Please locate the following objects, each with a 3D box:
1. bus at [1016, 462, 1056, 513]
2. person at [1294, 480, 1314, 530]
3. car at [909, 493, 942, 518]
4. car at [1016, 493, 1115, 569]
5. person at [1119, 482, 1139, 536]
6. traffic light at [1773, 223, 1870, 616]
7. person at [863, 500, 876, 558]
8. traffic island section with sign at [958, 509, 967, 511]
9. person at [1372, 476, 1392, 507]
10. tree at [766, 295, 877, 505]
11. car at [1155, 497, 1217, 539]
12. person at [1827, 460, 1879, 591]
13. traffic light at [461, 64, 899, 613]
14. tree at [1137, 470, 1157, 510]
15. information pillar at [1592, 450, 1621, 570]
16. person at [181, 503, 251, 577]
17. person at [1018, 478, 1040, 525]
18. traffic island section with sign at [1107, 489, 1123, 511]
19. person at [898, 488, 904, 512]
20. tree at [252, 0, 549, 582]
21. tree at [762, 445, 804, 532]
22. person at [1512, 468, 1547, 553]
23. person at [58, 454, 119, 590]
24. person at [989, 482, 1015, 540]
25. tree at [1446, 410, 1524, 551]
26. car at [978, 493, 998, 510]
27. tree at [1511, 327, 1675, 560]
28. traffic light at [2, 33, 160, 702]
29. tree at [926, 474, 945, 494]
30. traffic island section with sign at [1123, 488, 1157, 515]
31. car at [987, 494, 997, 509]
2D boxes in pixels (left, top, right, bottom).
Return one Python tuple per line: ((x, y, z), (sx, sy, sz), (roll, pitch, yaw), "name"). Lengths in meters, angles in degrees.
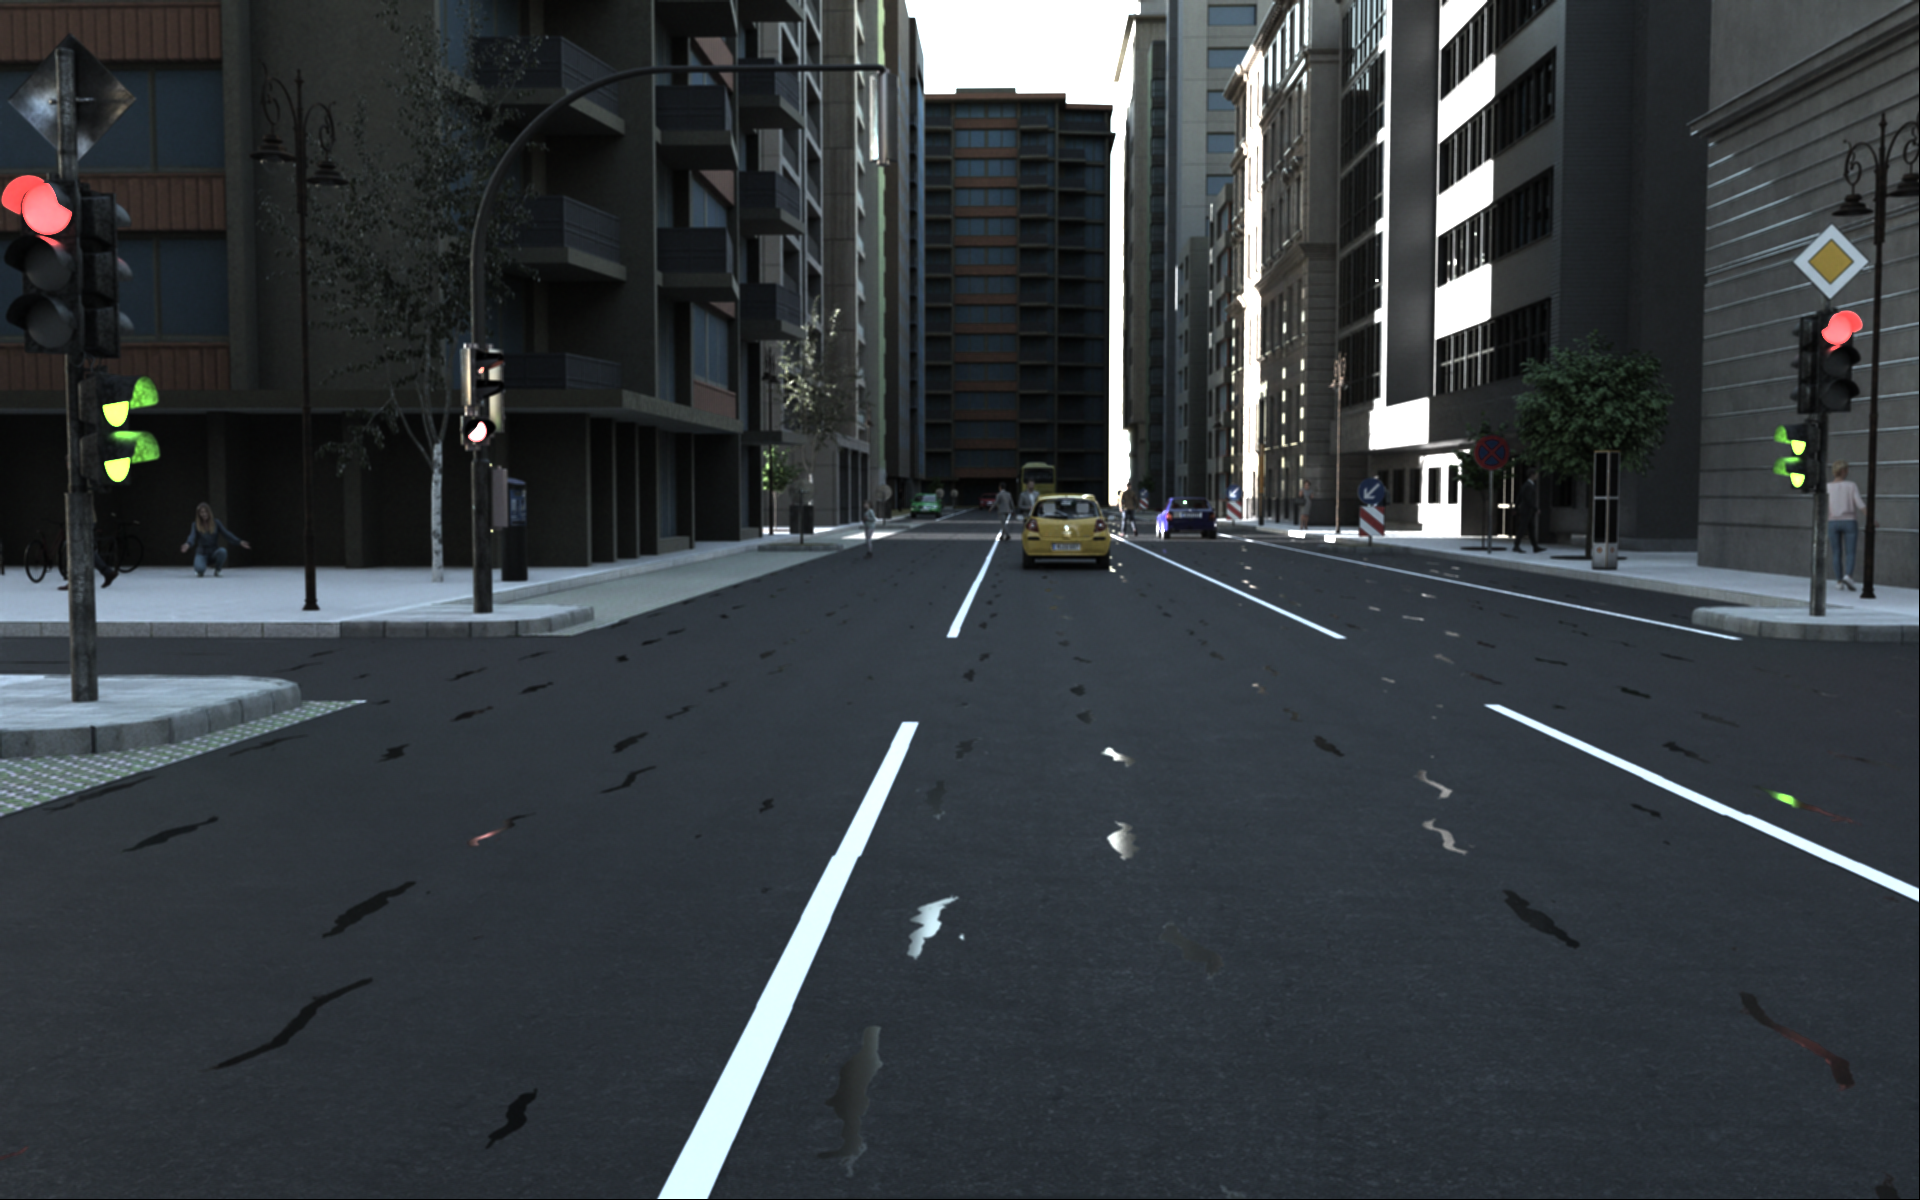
((5.892, -8.694, 133.685), (2.896, 3.916, 12.252), (0, 4, 1), "bus")
((12.420, -3.429, 62.462), (0.716, 1.782, 0.532), (-1, 4, -8), "person")
((-2.056, -5.875, 104.856), (1.959, 1.807, 4.718), (0, 4, 1), "car")
((2.114, -1.490, 34.593), (2.015, 1.641, 3.980), (0, 4, 3), "car")
((5.796, -3.104, 59.164), (0.656, 1.842, 0.836), (-2, 4, -34), "person")
((9.017, -1.787, 18.135), (0.839, 4.253, 0.868), (0, 4, 2), "traffic light")
((-2.066, -1.603, 38.992), (0.425, 1.301, 0.394), (3, 5, 39), "person")
((-0.400, -8.527, 148.044), (1.989, 1.847, 2.006), (0, 4, 2), "traffic island section with sign")
((12.503, -2.807, 51.930), (0.794, 1.824, 0.713), (-1, 4, -14), "person")
((-5.474, -7.020, 65.141), (4.360, 8.622, 3.978), (0, 3, 0), "tree")
((7.339, -2.671, 56.254), (1.945, 1.354, 3.894), (0, 4, 3), "car")
((11.835, -1.001, 23.080), (0.731, 1.740, 0.598), (2, 4, 25), "person")
((-3.043, -2.685, 18.568), (4.771, 5.953, 1.251), (0, 4, 2), "traffic light")
((15.338, -9.038, 142.369), (1.663, 3.219, 1.824), (0, 3, 0), "tree")
((10.936, -1.519, 29.323), (0.304, 2.012, 0.304), (-2, 4, -33), "information pillar")
((-11.530, -0.934, 26.805), (1.012, 1.151, 0.738), (-2, 4, -27), "person")
((1.697, -1.950, 40.580), (0.606, 1.804, 0.583), (-2, 4, -23), "person")
((13.499, -8.476, 147.204), (1.989, 1.847, 2.006), (0, 4, 2), "traffic island section with sign")
((-4.303, -7.349, 127.015), (0.721, 1.723, 1.217), (-1, 4, -16), "person")
((-7.769, -4.574, 25.144), (4.360, 8.622, 3.978), (0, 3, 0), "tree")
((-6.435, -3.985, 59.753), (1.663, 3.219, 1.824), (0, 3, 0), "tree")
((12.435, -1.953, 37.745), (0.755, 1.850, 0.659), (1, 4, 11), "person")
((-11.825, -1.066, 23.386), (0.656, 1.842, 0.836), (3, 4, 38), "person")
((1.346, -2.751, 53.746), (0.678, 1.792, 0.850), (-2, 4, -34), "person")
((12.021, -2.768, 39.861), (1.663, 3.219, 1.824), (0, 3, 0), "tree")
((2.686, -9.102, 157.852), (2.155, 1.783, 4.494), (0, 4, 2), "car")
((12.419, -3.087, 34.183), (4.285, 4.588, 4.351), (0, 3, 0), "tree")
((-5.411, -1.327, 10.624), (0.839, 4.253, 0.868), (0, 4, 2), "traffic light")
((-2.393, -10.675, 169.145), (1.663, 3.219, 1.824), (0, 3, 0), "tree")
((12.559, -6.808, 119.942), (1.989, 1.847, 2.006), (0, 4, 2), "traffic island section with sign")
((3.586, -9.791, 169.115), (2.155, 1.783, 4.494), (0, 4, 3), "car")
